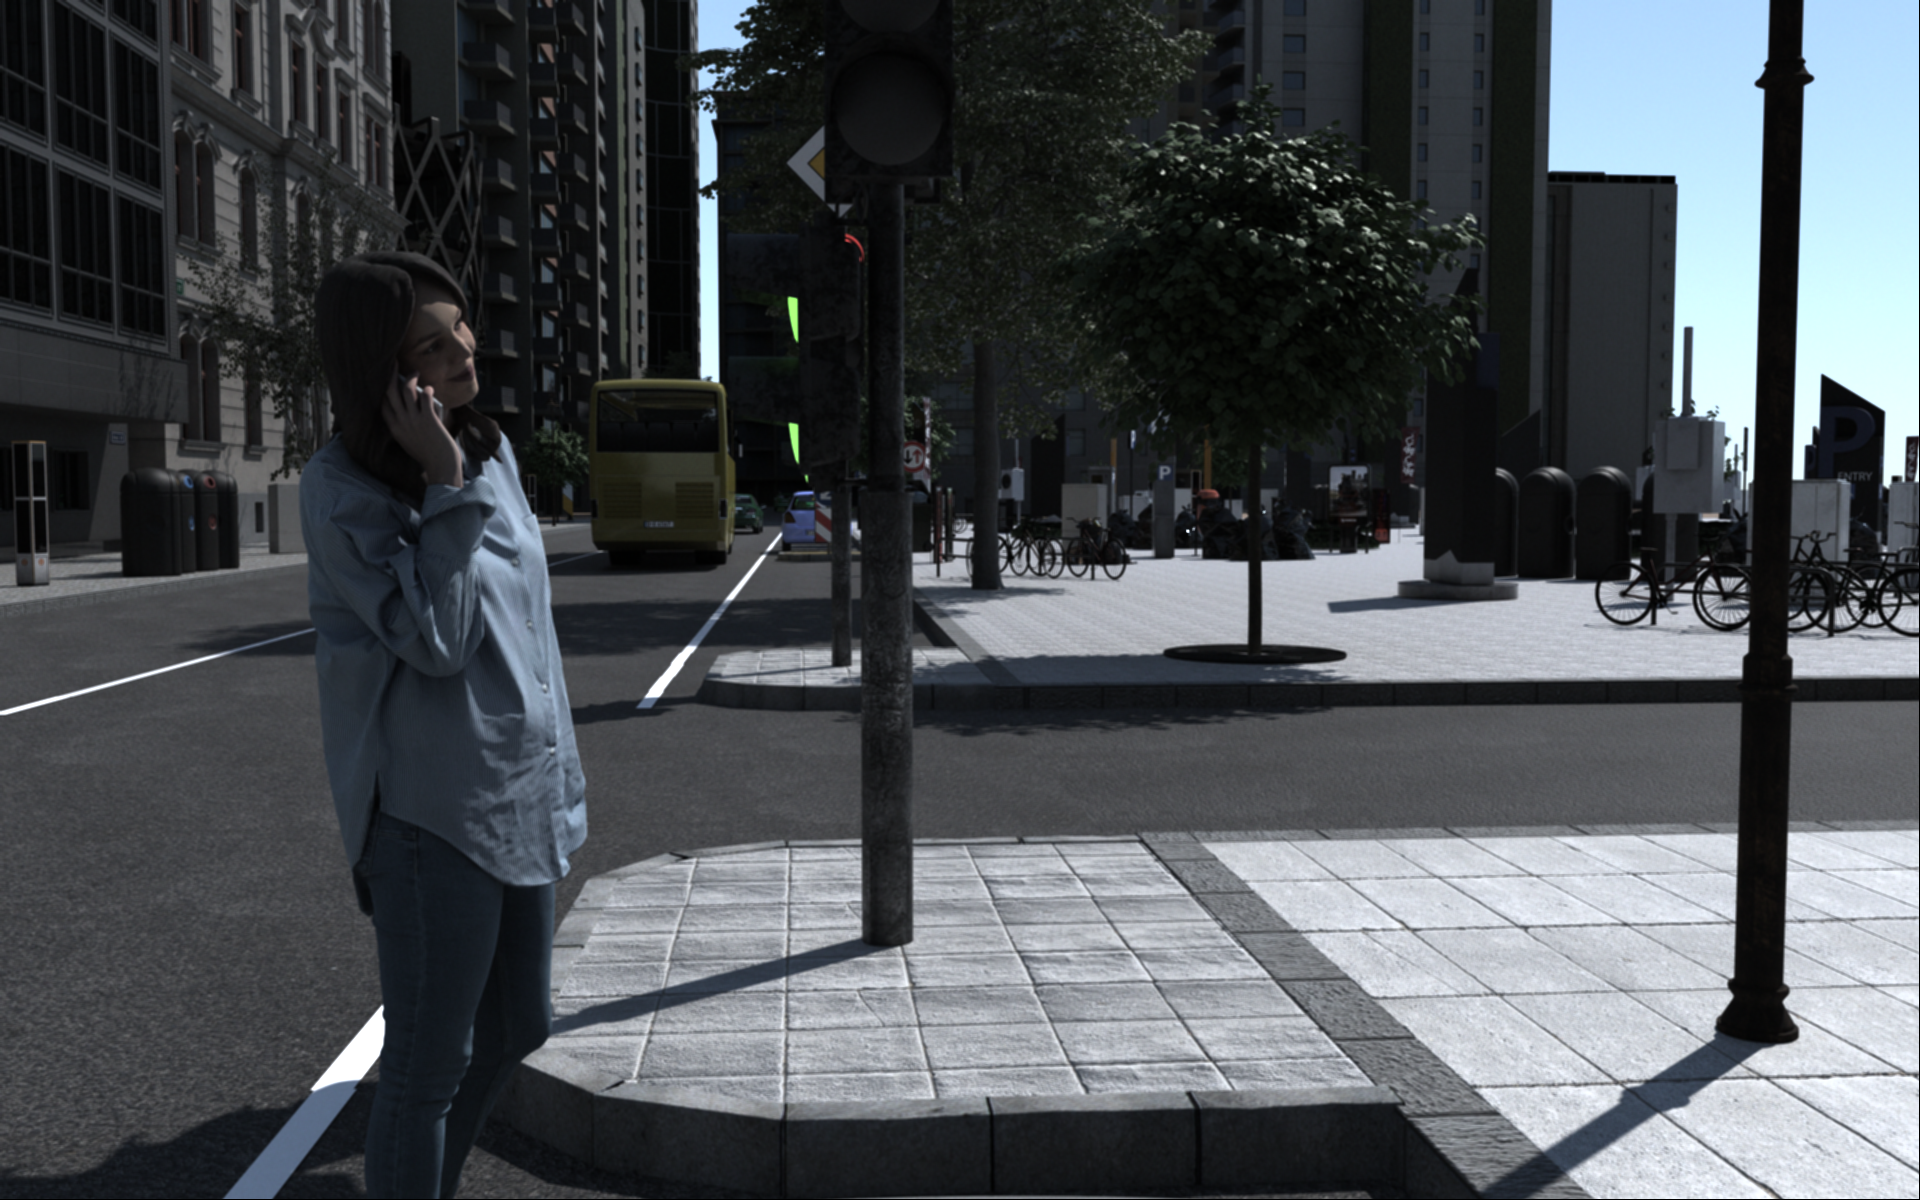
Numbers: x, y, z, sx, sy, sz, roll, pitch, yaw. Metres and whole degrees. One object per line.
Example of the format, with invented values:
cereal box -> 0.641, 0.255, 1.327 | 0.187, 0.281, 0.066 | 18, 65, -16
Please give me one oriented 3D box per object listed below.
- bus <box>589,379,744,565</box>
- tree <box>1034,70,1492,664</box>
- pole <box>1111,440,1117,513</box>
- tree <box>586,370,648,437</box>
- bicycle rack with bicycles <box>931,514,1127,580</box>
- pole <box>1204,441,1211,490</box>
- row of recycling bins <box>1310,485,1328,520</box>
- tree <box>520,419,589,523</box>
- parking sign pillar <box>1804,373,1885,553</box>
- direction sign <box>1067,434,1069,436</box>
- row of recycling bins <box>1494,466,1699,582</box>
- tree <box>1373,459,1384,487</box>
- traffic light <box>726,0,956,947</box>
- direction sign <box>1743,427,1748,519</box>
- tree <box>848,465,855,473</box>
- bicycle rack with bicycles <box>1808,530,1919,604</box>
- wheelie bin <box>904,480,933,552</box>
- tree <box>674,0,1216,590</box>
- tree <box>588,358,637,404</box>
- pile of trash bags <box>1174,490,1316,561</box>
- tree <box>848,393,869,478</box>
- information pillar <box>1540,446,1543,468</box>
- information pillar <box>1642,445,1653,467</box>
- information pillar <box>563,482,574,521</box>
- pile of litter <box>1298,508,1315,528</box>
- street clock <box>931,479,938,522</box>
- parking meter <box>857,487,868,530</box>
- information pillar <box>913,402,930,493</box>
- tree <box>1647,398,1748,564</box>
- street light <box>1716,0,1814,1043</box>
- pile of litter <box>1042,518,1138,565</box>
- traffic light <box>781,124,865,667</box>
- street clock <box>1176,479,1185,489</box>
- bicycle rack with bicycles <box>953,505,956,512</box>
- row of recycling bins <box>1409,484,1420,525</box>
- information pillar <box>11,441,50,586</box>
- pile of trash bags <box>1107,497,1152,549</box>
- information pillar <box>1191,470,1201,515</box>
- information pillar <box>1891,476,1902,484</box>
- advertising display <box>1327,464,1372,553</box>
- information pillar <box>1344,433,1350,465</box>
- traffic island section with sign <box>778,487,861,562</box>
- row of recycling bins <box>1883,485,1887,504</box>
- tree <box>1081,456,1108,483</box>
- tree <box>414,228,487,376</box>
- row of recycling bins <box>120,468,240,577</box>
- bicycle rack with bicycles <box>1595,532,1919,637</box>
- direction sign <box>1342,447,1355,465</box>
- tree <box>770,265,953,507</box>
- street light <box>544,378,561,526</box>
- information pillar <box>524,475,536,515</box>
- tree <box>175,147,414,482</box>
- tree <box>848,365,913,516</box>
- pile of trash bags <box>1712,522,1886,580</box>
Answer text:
bus -> -6.265, -2.842, 38.018 | 2.896, 3.916, 12.252 | 0, 4, -7
tree -> 2.294, -1.833, 13.688 | 4.285, 4.588, 4.351 | 0, 3, 0
pole -> 5.543, -4.205, 62.593 | 0.158, 3.312, 0.155 | 0, 3, 0
tree -> -19.725, -9.271, 101.945 | 4.737, 8.622, 4.395 | 0, 3, 0
bicycle rack with bicycles -> 0.884, -0.805, 26.552 | 2.852, 0.926, 2.925 | -1, 4, -23
pole -> 6.259, -3.055, 43.791 | 0.158, 3.312, 0.155 | 0, 3, 0
row of recycling bins -> 16.280, -4.195, 75.708 | 1.069, 1.692, 3.534 | -1, 4, -17
tree -> -17.691, -5.654, 76.151 | 4.285, 4.588, 4.351 | 0, 3, 0
parking sign pillar -> 19.667, -3.048, 38.300 | 1.447, 3.967, 1.447 | 3, 5, 39
direction sign -> 3.878, -4.441, 64.613 | 0.379, 3.537, 0.876 | 2, 4, 29
row of recycling bins -> 9.389, -1.174, 26.301 | 3.534, 1.692, 1.069 | 3, 5, 40
tree -> 20.690, -5.343, 81.953 | 1.663, 3.219, 1.824 | 0, 3, 0
traffic light -> -0.227, -0.975, 4.865 | 0.839, 4.253, 0.868 | 0, 4, -5
direction sign -> 26.598, -4.079, 58.697 | 0.379, 3.537, 0.876 | 2, 4, 31
tree -> -8.220, -10.595, 123.584 | 4.360, 8.622, 3.978 | 0, 3, 0
bicycle rack with bicycles -> 12.709, -0.492, 21.432 | 2.925, 0.926, 2.852 | -3, 4, -36
wheelie bin -> -0.983, -1.853, 38.206 | 0.693, 1.594, 0.980 | -2, 4, -32
tree -> 0.011, -6.402, 22.801 | 7.486, 12.596, 7.792 | 0, 3, 0
tree -> -18.238, -8.804, 94.315 | 4.360, 8.622, 3.978 | 0, 3, 0
pile of trash bags -> 5.624, -1.534, 34.834 | 1.912, 1.369, 3.447 | -1, 4, -20
tree -> -1.752, -3.956, 48.389 | 4.285, 4.588, 4.351 | 0, 3, 0
information pillar -> 28.517, -5.729, 85.031 | 0.183, 3.616, 0.504 | 1, 4, 14
information pillar -> 32.508, -5.536, 81.872 | 0.504, 3.616, 0.183 | 3, 4, 38
information pillar -> -18.915, -5.638, 83.533 | 0.504, 3.616, 0.183 | -2, 4, -29
pile of litter -> 10.877, -2.414, 53.436 | 1.176, 0.858, 1.719 | 0, 4, 4
street clock -> -1.152, -4.087, 71.390 | 0.358, 2.002, 0.471 | -3, 5, -42
parking meter -> -3.518, -3.311, 62.550 | 0.372, 1.533, 0.369 | 0, 3, 0
information pillar -> -0.979, -3.208, 43.798 | 0.504, 3.616, 0.183 | 2, 4, 33
tree -> 13.252, -2.274, 31.786 | 1.663, 3.219, 1.824 | 0, 3, 0
street light -> 1.902, -1.906, 3.953 | 0.468, 5.910, 1.993 | 0, 4, -5
pile of litter -> 2.370, -1.093, 31.831 | 1.719, 0.858, 1.176 | 1, 4, 19
traffic light -> -0.902, -1.462, 12.821 | 0.839, 4.253, 0.868 | 0, 4, -5
street clock -> 10.660, -4.842, 83.732 | 0.358, 2.002, 0.471 | -1, 4, -23
bicycle rack with bicycles -> -0.854, -2.675, 57.112 | 2.925, 0.926, 2.852 | -1, 4, -21
row of recycling bins -> 19.166, -4.095, 74.069 | 1.069, 1.692, 3.534 | 1, 4, 12
information pillar -> -12.958, -1.203, 24.156 | 0.304, 2.012, 0.304 | 1, 4, 14
pile of trash bags -> 4.009, -1.881, 40.512 | 3.447, 1.369, 1.912 | -2, 4, -34
information pillar -> 7.276, -2.993, 53.431 | 0.304, 2.012, 0.304 | 0, 4, 7
information pillar -> 37.241, -3.939, 68.892 | 0.304, 2.012, 0.304 | -3, 4, -39
advertising display -> 8.465, -1.986, 37.679 | 0.974, 1.923, 0.123 | 3, 4, 39
information pillar -> 14.249, -4.433, 63.832 | 0.183, 3.616, 0.504 | 0, 4, -6
traffic island section with sign -> -2.957, -1.771, 37.592 | 1.989, 1.847, 2.006 | 0, 4, -5
row of recycling bins -> 39.600, -4.179, 75.444 | 1.069, 1.692, 3.534 | -3, 5, -40
tree -> 7.166, -5.754, 88.676 | 1.663, 3.219, 1.824 | 0, 3, 0
tree -> -14.421, -5.773, 44.756 | 4.360, 8.622, 3.978 | 0, 3, 0
row of recycling bins -> -12.814, -1.305, 28.449 | 1.069, 1.692, 3.534 | 0, 4, -4
bicycle rack with bicycles -> 8.017, -0.194, 16.559 | 2.852, 0.926, 2.925 | -2, 4, -34
direction sign -> 18.679, -5.589, 83.377 | 0.876, 3.537, 0.379 | -2, 4, -33
tree -> -5.241, -11.278, 91.047 | 9.857, 13.997, 8.962 | 0, 3, 0
street light -> -16.259, -5.896, 69.182 | 0.468, 5.910, 1.993 | 0, 4, -5
information pillar -> -16.528, -3.800, 66.623 | 0.304, 2.012, 0.304 | 3, 5, 44
tree -> -13.774, -5.241, 36.047 | 4.360, 8.622, 3.978 | 0, 3, 0
tree -> -3.989, -8.001, 81.178 | 4.737, 8.622, 4.395 | 0, 3, 0
pile of trash bags -> 13.598, -1.039, 26.733 | 3.447, 1.369, 1.912 | 0, 4, 0
